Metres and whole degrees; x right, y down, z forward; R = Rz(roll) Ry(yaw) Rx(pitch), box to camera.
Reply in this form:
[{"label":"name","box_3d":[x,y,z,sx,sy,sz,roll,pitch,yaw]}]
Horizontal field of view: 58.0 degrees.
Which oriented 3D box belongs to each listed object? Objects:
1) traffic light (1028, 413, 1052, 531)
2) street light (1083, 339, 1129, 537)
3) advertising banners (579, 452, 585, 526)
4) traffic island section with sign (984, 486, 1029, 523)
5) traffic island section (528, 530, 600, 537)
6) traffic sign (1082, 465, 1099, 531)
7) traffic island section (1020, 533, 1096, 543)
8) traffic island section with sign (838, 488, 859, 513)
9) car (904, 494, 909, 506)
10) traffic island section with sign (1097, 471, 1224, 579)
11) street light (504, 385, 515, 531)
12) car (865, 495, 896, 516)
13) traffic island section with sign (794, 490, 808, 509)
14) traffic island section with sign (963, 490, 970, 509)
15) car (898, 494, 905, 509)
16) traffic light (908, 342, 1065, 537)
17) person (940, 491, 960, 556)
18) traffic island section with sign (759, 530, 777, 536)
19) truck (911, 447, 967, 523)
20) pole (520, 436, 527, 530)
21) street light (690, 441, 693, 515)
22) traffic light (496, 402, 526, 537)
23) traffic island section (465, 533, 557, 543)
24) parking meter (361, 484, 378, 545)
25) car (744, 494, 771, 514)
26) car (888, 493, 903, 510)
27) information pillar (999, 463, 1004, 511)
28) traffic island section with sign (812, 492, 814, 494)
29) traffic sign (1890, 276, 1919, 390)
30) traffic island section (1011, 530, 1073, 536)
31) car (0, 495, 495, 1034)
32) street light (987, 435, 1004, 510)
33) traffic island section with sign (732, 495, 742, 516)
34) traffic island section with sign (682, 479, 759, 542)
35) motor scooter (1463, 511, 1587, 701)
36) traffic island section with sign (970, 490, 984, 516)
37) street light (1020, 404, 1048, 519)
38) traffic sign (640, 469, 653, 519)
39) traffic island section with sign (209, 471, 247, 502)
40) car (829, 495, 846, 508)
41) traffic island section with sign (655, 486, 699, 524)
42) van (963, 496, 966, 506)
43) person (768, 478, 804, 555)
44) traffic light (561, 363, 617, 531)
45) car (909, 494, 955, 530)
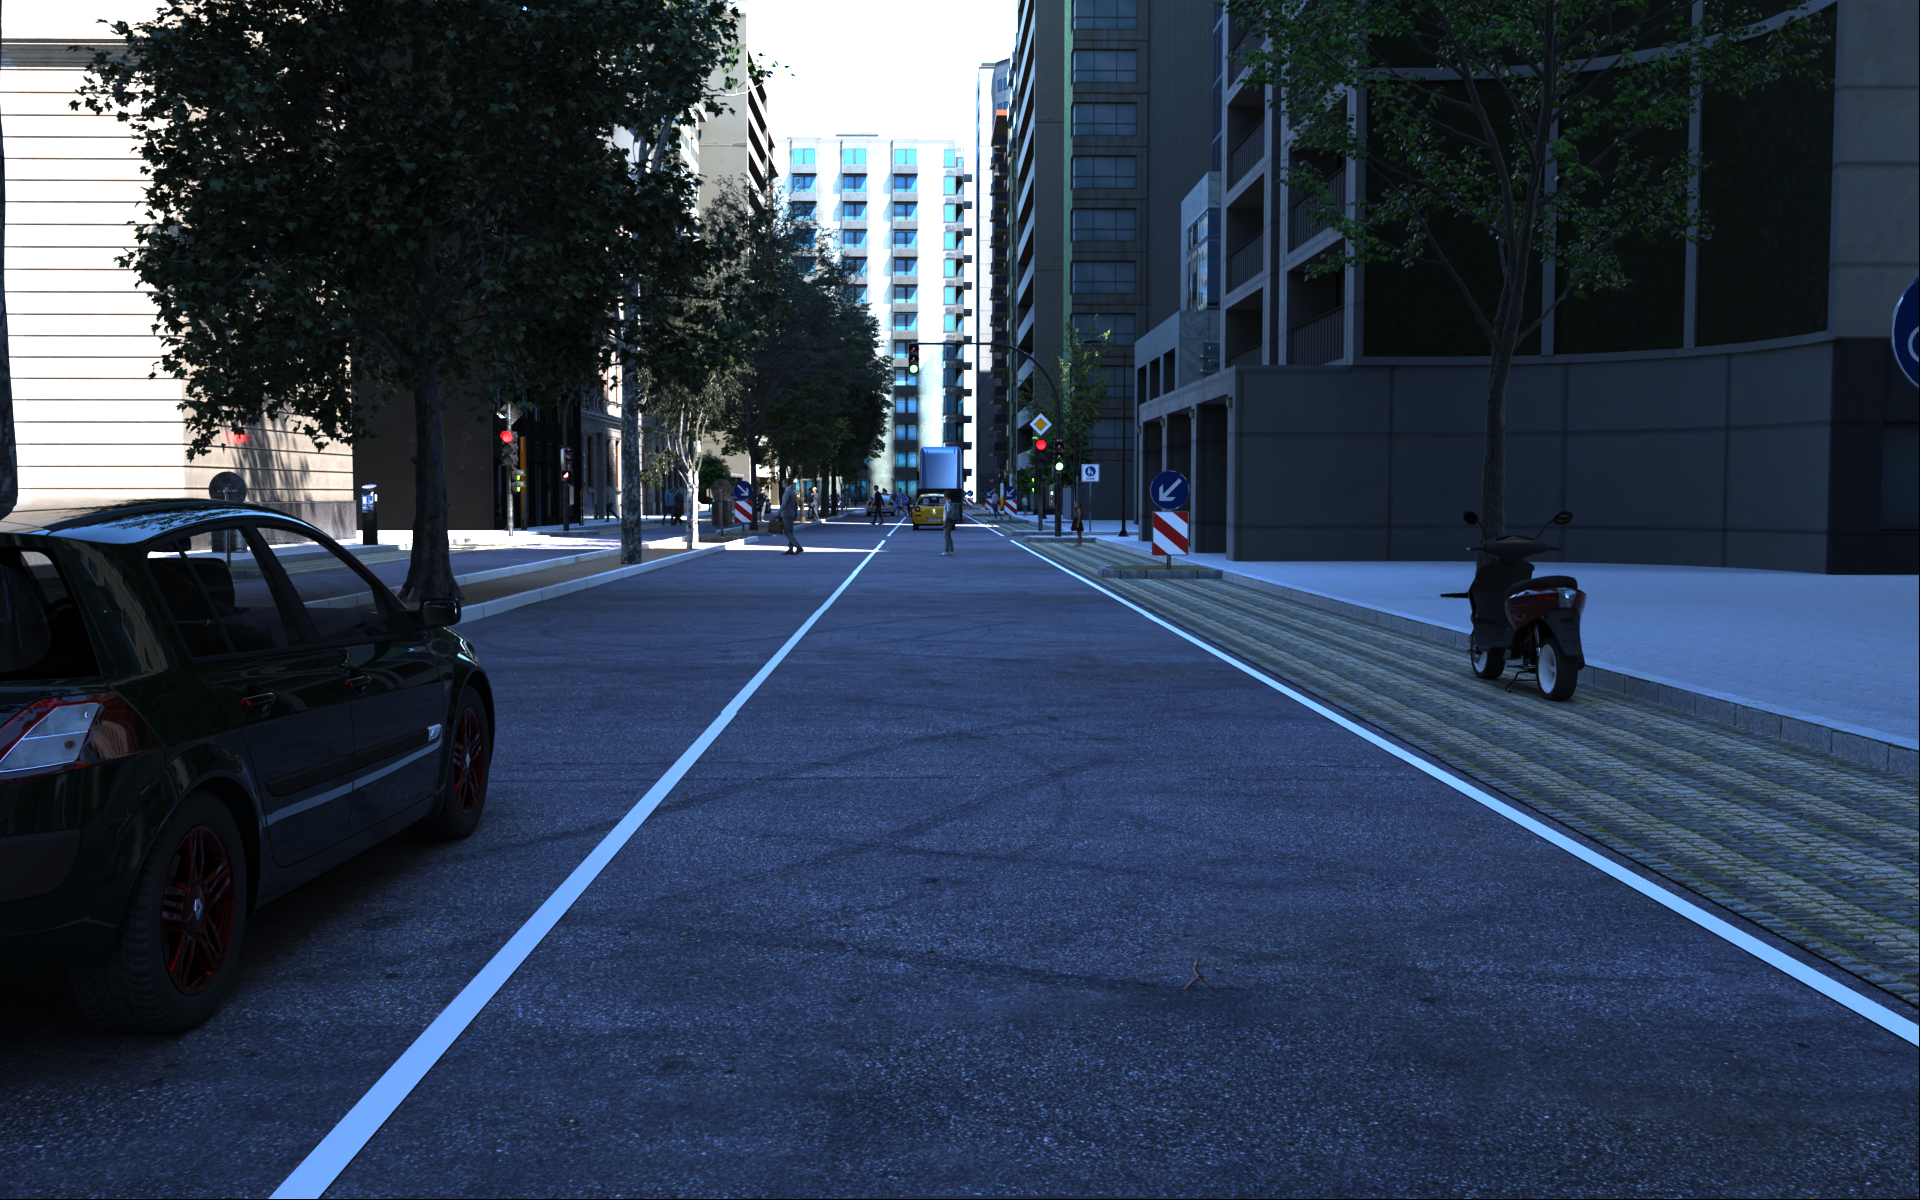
[{"label":"traffic light","box_3d":[2.774,-4.352,60.068,0.839,4.253,0.868,0,4,-1]},{"label":"street light","box_3d":[4.398,-4.866,52.100,1.470,5.913,1.316,0,4,-1]},{"label":"advertising banners","box_3d":[-15.426,-4.561,70.755,0.090,3.025,2.074,0,4,-6]},{"label":"traffic island section with sign","box_3d":[2.334,-4.674,85.042,1.989,1.847,2.006,0,4,-1]},{"label":"traffic island section","box_3d":[-13.624,-2.299,59.870,2.009,0.180,2.903,0,4,-1]},{"label":"traffic sign","box_3d":[4.457,-3.495,59.271,0.606,2.300,0.079,0,4,1]},{"label":"traffic island section","box_3d":[2.969,-1.830,52.199,2.009,0.180,2.903,0,4,-1]},{"label":"traffic island section with sign","box_3d":[-8.860,-7.745,134.770,2.006,1.907,1.989,0,4,-1]},{"label":"car","box_3d":[-7.097,-12.224,209.452,1.945,1.707,3.694,0,4,1]},{"label":"traffic island section with sign","box_3d":[3.417,-1.305,29.965,1.989,1.847,2.006,0,4,-1]},{"label":"street light","box_3d":[-15.072,-5.336,59.786,1.470,5.913,1.316,0,4,-1]},{"label":"car","box_3d":[-5.205,-6.204,113.789,2.083,1.381,4.827,0,4,-2]},{"label":"traffic island section with sign","box_3d":[-15.266,-9.357,161.617,1.989,1.847,2.006,0,4,-1]},{"label":"traffic island section with sign","box_3d":[0.837,-9.391,162.175,1.989,1.847,2.006,0,4,-1]},{"label":"car","box_3d":[-6.402,-9.676,170.209,2.014,1.417,4.499,0,4,-2]},{"label":"traffic light","box_3d":[0.839,-4.724,51.903,4.771,5.953,1.251,0,4,-1]},{"label":"person","box_3d":[-0.278,-1.791,40.373,0.523,1.515,0.503,-1,4,-20]},{"label":"traffic island section with sign","box_3d":[-7.394,-3.150,59.646,2.006,1.907,1.989,0,4,-1]},{"label":"truck","box_3d":[-1.114,-6.287,92.552,2.967,4.110,18.799,0,4,0]},{"label":"pole","box_3d":[-15.476,-4.132,61.408,0.158,3.312,0.155,0,3,0]},{"label":"street light","box_3d":[-15.961,-8.161,105.971,1.470,5.913,1.316,0,4,-1]},{"label":"traffic light","box_3d":[-13.429,-3.843,51.752,0.839,4.253,0.868,0,4,-1]},{"label":"traffic island section","box_3d":[-13.469,-1.811,51.886,2.009,0.180,2.903,0,4,-1]},{"label":"parking meter","box_3d":[-14.894,-2.158,43.700,0.372,1.533,0.369,0,3,0]},{"label":"car","box_3d":[-14.806,-7.144,126.597,2.009,1.686,4.222,0,4,-1]},{"label":"car","box_3d":[-6.274,-9.185,159.769,1.945,1.707,3.694,0,4,1]},{"label":"information pillar","box_3d":[3.161,-8.536,130.923,0.183,3.616,0.504,2,4,24]},{"label":"traffic island section with sign","box_3d":[-15.808,-11.043,189.173,1.989,1.847,2.006,0,4,-1]},{"label":"traffic sign","box_3d":[5.476,-0.578,9.556,0.768,2.556,0.104,0,4,2]},{"label":"traffic island section","box_3d":[2.815,-2.318,60.183,2.009,0.180,2.903,0,4,-1]},{"label":"car","box_3d":[-2.880,0.232,5.990,2.009,1.686,4.222,0,4,0]},{"label":"street light","box_3d":[2.781,-9.950,135.229,1.470,5.913,1.316,0,4,-1]},{"label":"traffic island section with sign","box_3d":[-14.314,-6.335,112.213,1.989,1.847,2.006,0,4,-1]},{"label":"traffic island section with sign","box_3d":[-7.260,-2.697,52.240,2.006,1.907,1.989,0,4,-1]},{"label":"motor scooter","box_3d":[4.099,0.012,12.586,0.815,1.314,1.986,0,4,-2]},{"label":"traffic island section with sign","box_3d":[1.807,-6.337,112.237,1.989,1.847,2.006,0,4,-1]},{"label":"street light","box_3d":[3.803,-7.138,89.245,1.470,5.913,1.316,0,4,-1]},{"label":"traffic sign","box_3d":[-15.831,-5.342,87.446,0.768,2.556,0.104,0,4,1]},{"label":"traffic island section with sign","box_3d":[-12.711,-1.285,29.633,1.989,1.847,2.006,0,4,-1]},{"label":"car","box_3d":[-12.326,-9.911,174.621,1.945,1.354,3.894,0,4,0]},{"label":"traffic island section with sign","box_3d":[-13.770,-4.639,84.475,1.989,1.847,2.006,0,4,-1]},{"label":"van","box_3d":[-0.308,-12.413,209.966,2.013,2.044,4.112,0,3,0]},{"label":"person","box_3d":[-4.080,-1.979,40.980,0.853,1.813,0.709,1,4,9]},{"label":"traffic light","box_3d":[-11.494,-5.208,59.811,4.771,5.953,1.251,0,4,-1]},{"label":"car","box_3d":[-1.047,-3.657,70.017,2.015,1.641,3.980,0,4,-1]}]
